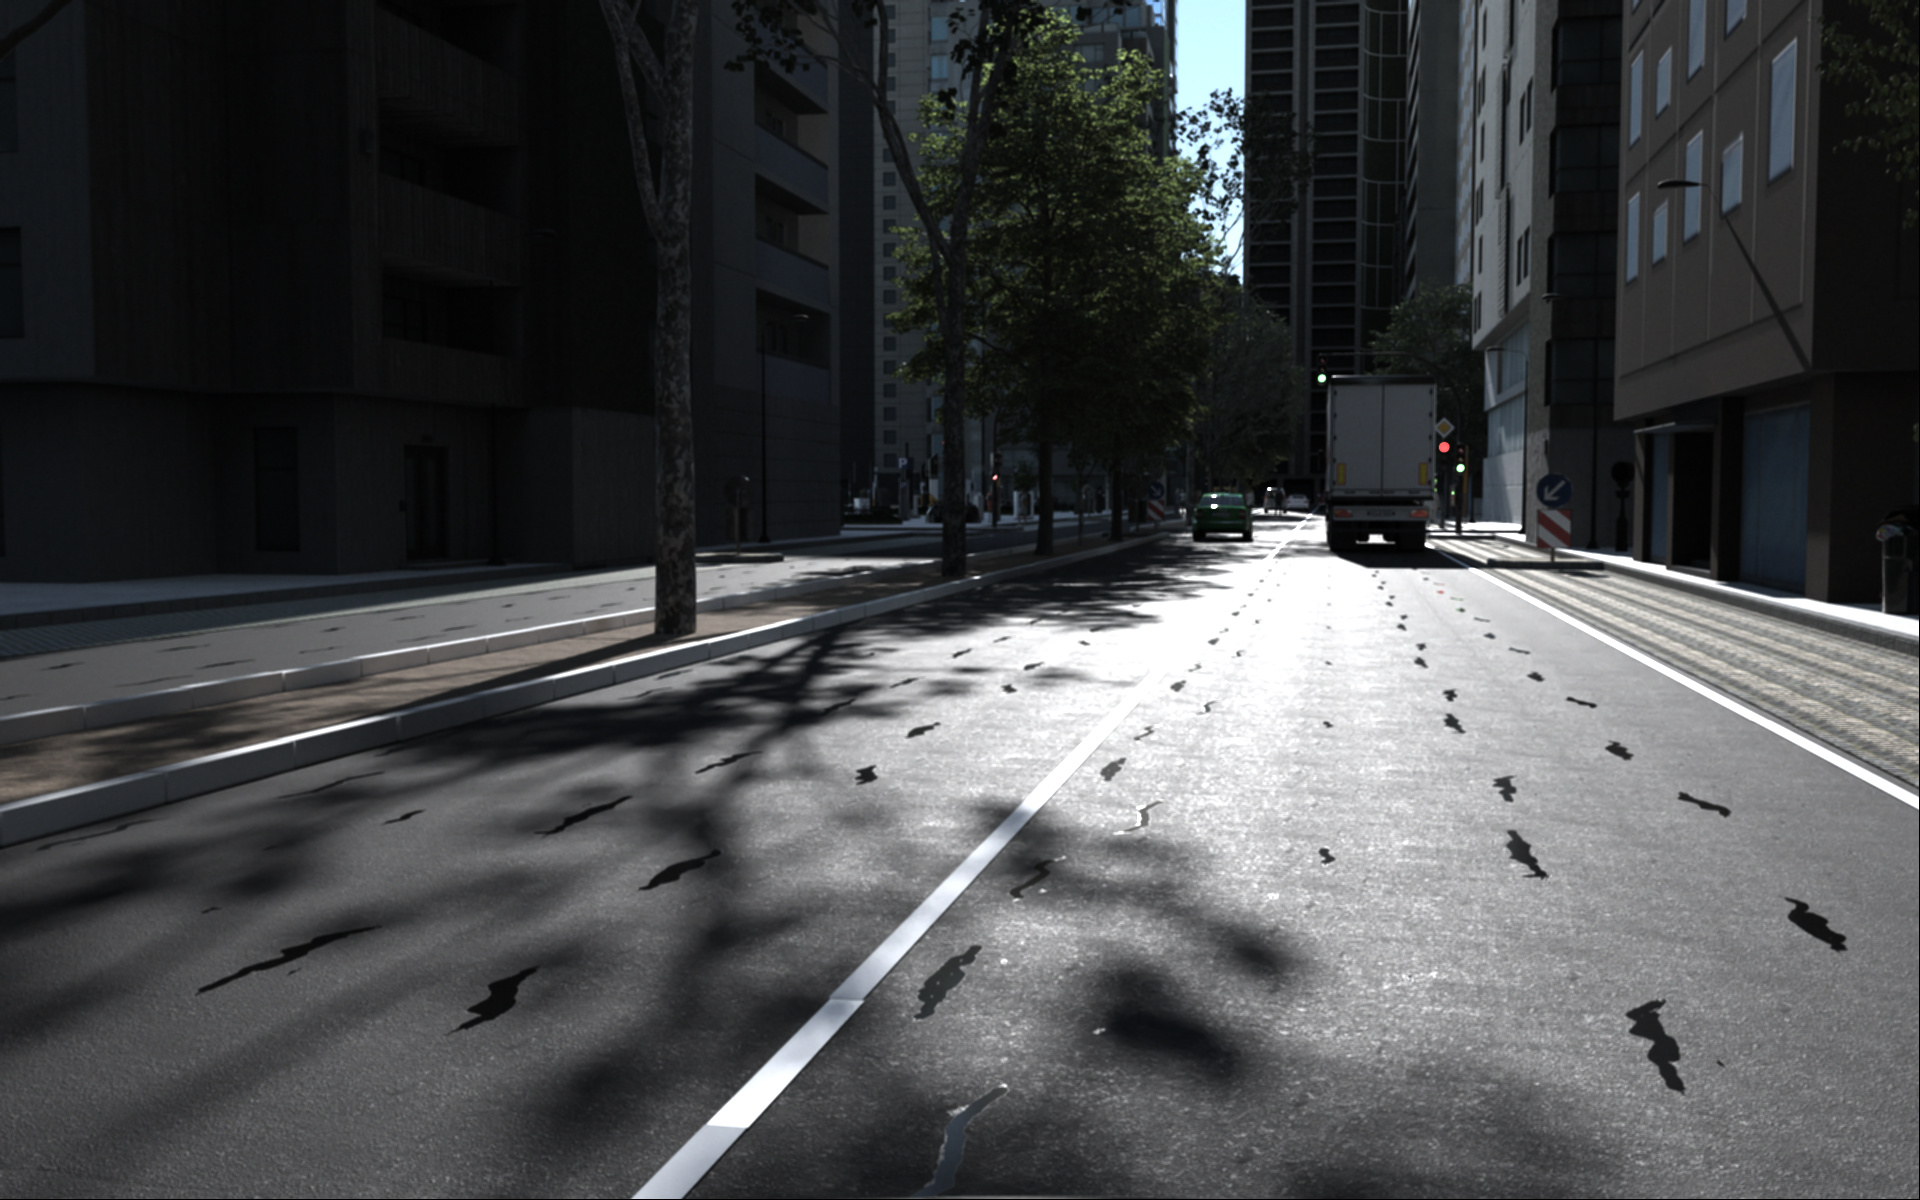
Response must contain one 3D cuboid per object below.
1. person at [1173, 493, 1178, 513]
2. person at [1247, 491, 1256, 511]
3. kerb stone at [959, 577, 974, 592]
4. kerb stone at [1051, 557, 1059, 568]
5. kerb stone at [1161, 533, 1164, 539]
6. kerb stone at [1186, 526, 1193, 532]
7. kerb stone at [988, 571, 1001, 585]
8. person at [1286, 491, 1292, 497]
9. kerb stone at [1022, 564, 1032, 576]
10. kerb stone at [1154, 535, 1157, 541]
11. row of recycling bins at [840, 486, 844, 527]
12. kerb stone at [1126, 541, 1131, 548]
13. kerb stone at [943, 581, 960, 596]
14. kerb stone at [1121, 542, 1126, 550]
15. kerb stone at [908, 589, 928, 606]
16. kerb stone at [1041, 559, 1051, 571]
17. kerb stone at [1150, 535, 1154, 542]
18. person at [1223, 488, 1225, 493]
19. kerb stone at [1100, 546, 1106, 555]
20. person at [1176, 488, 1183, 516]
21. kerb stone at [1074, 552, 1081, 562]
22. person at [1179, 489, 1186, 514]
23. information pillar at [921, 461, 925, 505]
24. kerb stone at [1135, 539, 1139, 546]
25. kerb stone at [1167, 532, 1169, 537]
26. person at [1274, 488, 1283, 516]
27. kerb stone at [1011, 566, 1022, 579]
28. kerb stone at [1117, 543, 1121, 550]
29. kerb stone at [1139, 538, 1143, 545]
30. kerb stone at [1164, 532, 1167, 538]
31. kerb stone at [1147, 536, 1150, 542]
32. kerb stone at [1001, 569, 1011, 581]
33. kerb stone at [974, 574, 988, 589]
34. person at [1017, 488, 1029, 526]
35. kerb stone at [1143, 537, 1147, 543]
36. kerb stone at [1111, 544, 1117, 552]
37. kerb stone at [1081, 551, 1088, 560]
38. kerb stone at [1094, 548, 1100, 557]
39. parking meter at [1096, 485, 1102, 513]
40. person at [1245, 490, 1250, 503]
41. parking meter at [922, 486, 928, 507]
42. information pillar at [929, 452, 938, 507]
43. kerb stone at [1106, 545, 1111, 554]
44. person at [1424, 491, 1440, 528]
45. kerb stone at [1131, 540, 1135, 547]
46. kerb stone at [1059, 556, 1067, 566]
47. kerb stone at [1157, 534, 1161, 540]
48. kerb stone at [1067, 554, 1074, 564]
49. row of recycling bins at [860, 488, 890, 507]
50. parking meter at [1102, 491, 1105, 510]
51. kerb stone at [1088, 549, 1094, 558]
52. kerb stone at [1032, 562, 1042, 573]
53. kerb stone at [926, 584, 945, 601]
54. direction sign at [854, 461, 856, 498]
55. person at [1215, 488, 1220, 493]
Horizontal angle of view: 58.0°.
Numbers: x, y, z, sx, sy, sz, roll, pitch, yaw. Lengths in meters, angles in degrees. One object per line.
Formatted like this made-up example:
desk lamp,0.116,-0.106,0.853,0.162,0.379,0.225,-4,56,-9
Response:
person,16.483,-7.528,131.761,0.721,1.800,0.419,-3,5,-40
person,21.874,-7.433,130.389,0.694,1.780,0.624,2,4,35
kerb stone,0.016,-0.205,25.552,0.120,0.150,1.000,1,4,12
kerb stone,1.736,-0.696,33.595,0.120,0.150,1.000,1,4,12
kerb stone,6.234,-1.984,54.641,0.120,0.150,1.000,1,4,12
kerb stone,8.923,-2.753,67.209,0.120,0.150,1.000,1,4,12
kerb stone,0.452,-0.329,27.570,0.120,0.150,1.000,1,4,12
person,38.737,-11.938,203.618,1.348,1.831,0.705,0,4,-3
kerb stone,1.090,-0.512,30.587,0.120,0.150,1.000,1,4,12
kerb stone,5.808,-1.858,52.637,0.120,0.150,1.000,1,4,12
row of recycling bins,-5.528,-3.797,69.200,1.069,1.692,3.534,-2,4,-24
kerb stone,4.312,-1.430,45.632,0.120,0.150,1.000,1,4,12
kerb stone,-0.202,-0.144,24.553,0.120,0.150,1.000,1,4,12
kerb stone,4.094,-1.369,44.630,0.120,0.150,1.000,1,4,12
kerb stone,-0.625,-0.022,22.550,0.120,0.150,1.000,1,4,12
kerb stone,1.520,-0.635,32.595,0.120,0.150,1.000,1,4,12
kerb stone,5.591,-1.801,51.638,0.120,0.150,1.000,1,4,12
person,16.994,-6.308,111.907,0.678,1.792,0.850,2,4,25
kerb stone,3.244,-1.127,40.614,0.120,0.150,1.000,1,4,12
person,14.178,-6.312,111.885,0.526,1.800,0.537,2,4,32
kerb stone,2.375,-0.880,36.603,0.120,0.150,1.000,1,4,12
person,15.970,-7.057,124.373,0.782,1.767,0.515,3,5,43
information pillar,-2.648,-8.098,123.763,0.183,3.616,0.504,2,4,30
kerb stone,4.740,-1.556,47.636,0.120,0.150,1.000,1,4,12
kerb stone,6.660,-2.107,56.643,0.120,0.150,1.000,1,4,12
person,20.710,-6.391,112.775,0.659,1.850,0.755,-1,4,-12
kerb stone,0.871,-0.447,29.583,0.120,0.150,1.000,1,4,12
kerb stone,3.881,-1.305,43.625,0.120,0.150,1.000,1,4,12
kerb stone,4.958,-1.617,48.635,0.120,0.150,1.000,1,4,12
kerb stone,6.449,-2.046,55.643,0.120,0.150,1.000,1,4,12
kerb stone,5.379,-1.735,50.639,0.120,0.150,1.000,1,4,12
kerb stone,0.655,-0.391,28.584,0.120,0.150,1.000,1,4,12
kerb stone,0.229,-0.267,26.564,0.120,0.150,1.000,1,4,12
person,2.792,-4.087,76.325,0.522,1.701,0.512,2,4,34
kerb stone,5.164,-1.677,49.636,0.120,0.150,1.000,1,4,12
kerb stone,3.671,-1.249,42.624,0.120,0.150,1.000,1,4,12
kerb stone,2.594,-0.943,37.610,0.120,0.150,1.000,1,4,12
kerb stone,3.025,-1.064,39.611,0.120,0.150,1.000,1,4,12
parking meter,9.227,-6.680,114.922,0.399,1.863,0.255,0,4,-8
person,21.812,-7.481,131.647,0.643,1.720,0.563,-1,4,-23
parking meter,-2.471,-7.109,121.943,0.255,1.863,0.399,-2,4,-27
information pillar,-1.449,-6.411,96.175,0.504,3.616,0.183,-1,4,-23
kerb stone,3.457,-1.188,41.625,0.120,0.150,1.000,1,4,12
person,18.039,-3.527,66.045,0.514,1.842,0.818,-2,4,-31
kerb stone,4.525,-1.494,46.637,0.120,0.150,1.000,1,4,12
kerb stone,1.955,-0.757,34.595,0.120,0.150,1.000,1,4,12
kerb stone,6.023,-1.923,53.636,0.120,0.150,1.000,1,4,12
kerb stone,2.163,-0.820,35.599,0.120,0.150,1.000,1,4,12
row of recycling bins,-6.004,-7.053,122.433,1.069,1.692,3.534,-2,4,-31
parking meter,11.197,-7.783,135.657,0.372,1.533,0.369,0,3,0
kerb stone,2.806,-1.004,38.612,0.120,0.150,1.000,1,4,12
kerb stone,1.304,-0.564,31.590,0.120,0.150,1.000,1,4,12
kerb stone,-0.411,-0.080,23.549,0.120,0.150,1.000,1,4,12
direction sign,-7.327,-7.857,120.459,0.379,3.537,0.876,-1,4,-10
person,15.790,-5.940,105.804,0.709,1.800,0.728,2,4,28
